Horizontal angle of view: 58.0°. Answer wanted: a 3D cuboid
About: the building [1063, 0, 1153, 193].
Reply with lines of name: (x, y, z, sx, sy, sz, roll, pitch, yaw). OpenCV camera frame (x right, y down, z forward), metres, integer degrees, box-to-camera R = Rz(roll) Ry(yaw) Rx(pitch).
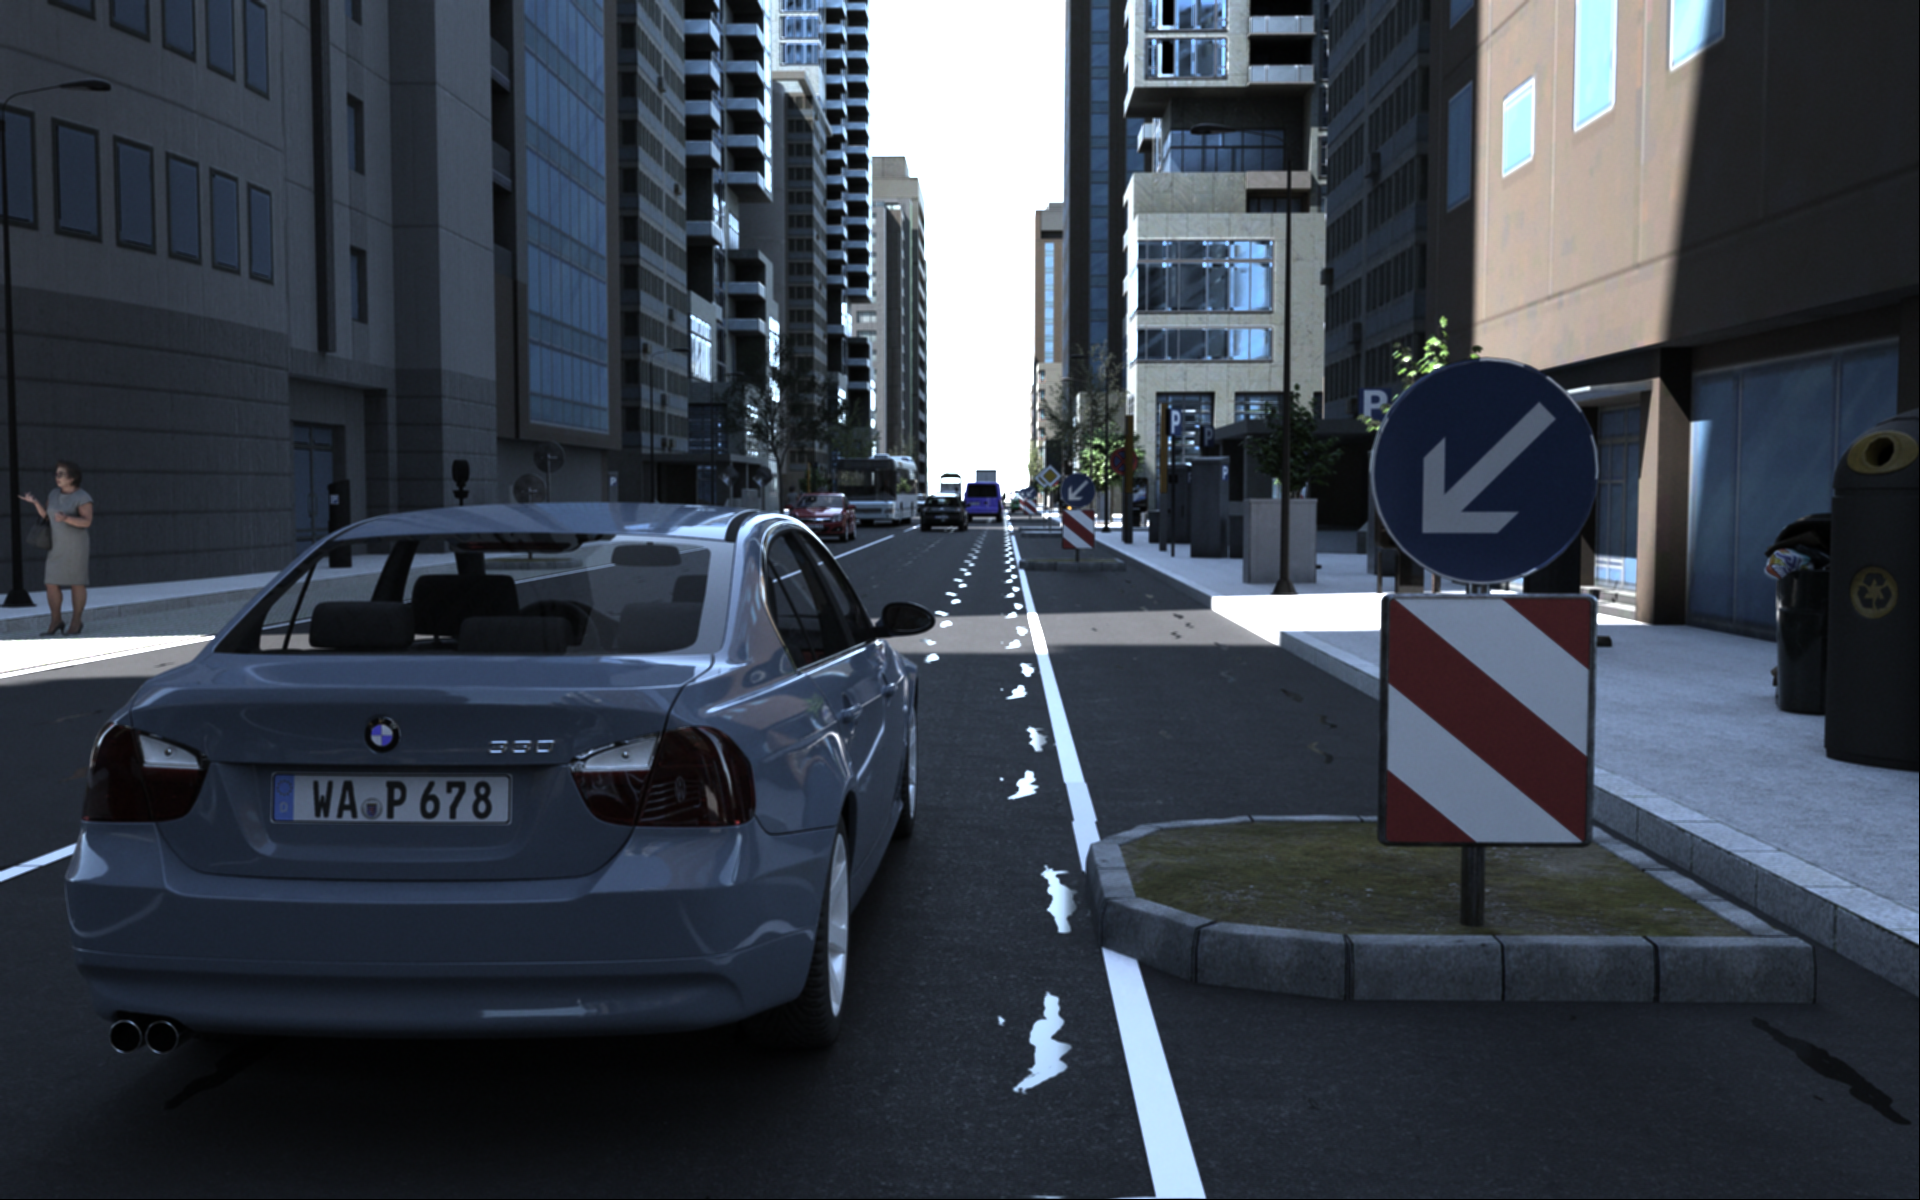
building: (15.073, -29.557, 133.374, 14.600, 45.320, 14.200, 0, 4, 1)

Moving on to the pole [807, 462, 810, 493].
pole: (-9.760, -7.214, 111.792, 0.158, 3.312, 0.155, 0, 3, 0)

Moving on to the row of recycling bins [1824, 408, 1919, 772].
row of recycling bins: (4.581, 0.009, 6.966, 1.069, 1.692, 3.534, 0, 4, 5)

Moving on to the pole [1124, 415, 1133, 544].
pole: (4.374, -3.121, 44.870, 0.158, 3.312, 0.155, 0, 3, 0)

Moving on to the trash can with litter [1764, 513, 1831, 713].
trash can with litter: (5.091, 0.059, 10.428, 0.624, 1.170, 1.055, 1, 4, 15)

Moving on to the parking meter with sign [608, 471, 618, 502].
parking meter with sign: (-11.923, -3.807, 58.503, 1.738, 3.016, 0.543, 3, 5, 43)

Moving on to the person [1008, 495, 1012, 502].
person: (8.108, -15.938, 269.109, 1.348, 1.821, 0.705, -1, 4, -15)

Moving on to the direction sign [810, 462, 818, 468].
direction sign: (-10.418, -8.013, 123.004, 0.876, 3.537, 0.379, 3, 4, 39)

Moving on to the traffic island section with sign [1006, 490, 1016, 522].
traffic island section with sign: (3.470, -4.888, 88.554, 1.989, 1.847, 2.006, 0, 4, 1)

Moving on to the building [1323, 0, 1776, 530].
building: (23.788, -25.844, 72.657, 14.200, 45.320, 14.600, 0, 4, 1)

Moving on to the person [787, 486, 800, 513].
person: (-6.977, -3.951, 73.460, 0.716, 1.782, 0.532, 0, 4, 5)

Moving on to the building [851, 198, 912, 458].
building: (-13.785, -33.596, 232.887, 14.154, 41.232, 14.086, 0, 4, 1)

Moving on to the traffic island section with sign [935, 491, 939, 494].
traffic island section with sign: (-2.496, -16.350, 275.944, 1.989, 1.847, 2.006, 0, 4, 1)

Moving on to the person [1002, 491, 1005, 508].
person: (4.279, -10.001, 172.699, 0.721, 1.739, 1.217, 2, 4, 27)

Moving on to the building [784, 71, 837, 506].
building: (-24.679, -28.237, 153.562, 32.217, 40.220, 23.993, 0, 4, 1)

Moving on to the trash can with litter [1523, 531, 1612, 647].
trash can with litter: (4.602, -0.219, 14.638, 2.233, 1.210, 1.678, -1, 4, -17)

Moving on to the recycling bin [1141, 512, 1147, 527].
recycling bin: (6.950, -3.423, 68.520, 0.722, 1.027, 0.722, 2, 4, 29)

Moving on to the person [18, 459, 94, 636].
person: (-9.115, -0.524, 17.426, 0.716, 1.782, 0.532, 1, 4, 14)

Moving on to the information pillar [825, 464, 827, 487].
information pillar: (-10.361, -8.731, 134.098, 0.183, 3.616, 0.504, -1, 4, -8)

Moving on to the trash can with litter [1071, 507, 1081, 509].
trash can with litter: (5.806, -4.783, 89.593, 0.624, 1.170, 1.055, -3, 4, -36)

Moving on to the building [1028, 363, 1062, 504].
building: (25.317, -26.986, 286.263, 27.650, 21.520, 28.899, 0, 4, 1)

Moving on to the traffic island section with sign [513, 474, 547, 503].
traffic island section with sign: (-8.404, -1.519, 33.460, 1.989, 1.847, 2.006, 0, 4, 1)

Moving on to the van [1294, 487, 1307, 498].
van: (14.147, -3.410, 62.768, 4.112, 2.044, 2.013, 0, 4, 1)

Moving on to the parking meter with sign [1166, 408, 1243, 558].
parking meter with sign: (5.049, -2.367, 34.969, 1.738, 3.016, 0.543, 2, 4, 34)

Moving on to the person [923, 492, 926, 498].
person: (-4.313, -11.830, 202.713, 0.721, 1.735, 1.217, -3, 4, -36)

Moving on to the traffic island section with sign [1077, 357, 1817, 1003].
traffic island section with sign: (1.444, 0.171, 5.840, 1.989, 1.847, 2.006, 0, 4, 1)

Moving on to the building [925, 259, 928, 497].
building: (-12.705, -37.294, 293.348, 14.154, 41.232, 14.086, 0, 4, 1)

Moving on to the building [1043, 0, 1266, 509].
building: (21.201, -54.182, 198.541, 22.319, 86.520, 31.000, 0, 4, 1)

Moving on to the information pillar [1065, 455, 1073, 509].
information pillar: (6.385, -6.732, 101.429, 0.504, 3.616, 0.183, 1, 4, 20)

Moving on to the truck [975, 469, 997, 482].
truck: (3.072, -12.984, 201.205, 2.839, 4.237, 11.283, 0, 4, 1)

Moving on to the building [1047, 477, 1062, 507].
building: (25.020, -29.390, 172.408, 32.217, 40.220, 23.993, 0, 4, 1)

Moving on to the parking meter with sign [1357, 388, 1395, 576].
parking meter with sign: (6.776, -1.922, 27.684, 0.543, 3.016, 1.738, 0, 4, 2)

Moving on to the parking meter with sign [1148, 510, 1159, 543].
parking meter with sign: (5.705, -2.979, 44.967, 1.738, 3.016, 0.543, 3, 5, 40)

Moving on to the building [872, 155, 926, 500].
building: (-16.123, -38.365, 250.964, 21.300, 48.544, 21.600, 0, 4, 1)

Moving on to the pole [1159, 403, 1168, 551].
pole: (4.584, -2.764, 39.036, 0.158, 3.312, 0.155, 0, 3, 0)

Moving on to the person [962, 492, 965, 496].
person: (0.770, -17.257, 290.666, 1.348, 1.822, 0.705, 1, 4, 22)

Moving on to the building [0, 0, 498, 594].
building: (-21.838, -29.592, 25.828, 21.231, 58.520, 28.212, 0, 4, 1)

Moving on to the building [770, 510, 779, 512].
building: (-23.148, -48.944, 112.910, 22.319, 86.520, 31.000, 0, 4, 1)

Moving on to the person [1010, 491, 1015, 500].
person: (4.550, -8.270, 144.648, 0.436, 1.711, 0.756, -3, 5, -44)

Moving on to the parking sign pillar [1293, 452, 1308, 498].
parking sign pillar: (13.161, -4.727, 65.764, 1.447, 3.967, 1.447, -1, 4, -19)

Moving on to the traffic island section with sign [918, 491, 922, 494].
traffic island section with sign: (-4.506, -11.279, 193.032, 1.989, 1.847, 2.006, 0, 4, 1)

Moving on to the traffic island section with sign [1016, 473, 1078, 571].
traffic island section with sign: (2.128, -1.509, 33.296, 1.989, 1.847, 2.006, 0, 4, 1)

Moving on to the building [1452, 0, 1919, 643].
building: (13.525, -22.434, 16.902, 14.600, 45.320, 14.200, 0, 4, 1)

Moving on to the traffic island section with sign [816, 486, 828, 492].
traffic island section with sign: (-7.058, -4.912, 88.945, 1.989, 1.847, 2.006, 0, 4, 1)

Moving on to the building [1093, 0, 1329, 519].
building: (18.554, -48.245, 101.480, 22.319, 86.520, 31.000, 0, 4, 1)

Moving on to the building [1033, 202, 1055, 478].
building: (18.140, -37.559, 264.195, 14.600, 45.320, 14.200, 0, 4, 1)

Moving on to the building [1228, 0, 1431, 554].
building: (22.836, -21.529, 43.885, 32.217, 40.220, 23.993, 0, 4, 1)

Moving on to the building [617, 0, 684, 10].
building: (-25.731, -23.641, 78.406, 32.217, 40.220, 23.993, 0, 4, 1)

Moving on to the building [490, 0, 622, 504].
building: (-18.281, -24.366, 48.500, 14.200, 45.320, 14.600, 0, 4, 1)

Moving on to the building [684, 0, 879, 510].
building: (-19.260, -53.030, 179.708, 22.319, 86.520, 31.000, 0, 4, 1)

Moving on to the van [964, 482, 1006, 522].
van: (1.239, -5.213, 89.624, 2.240, 2.365, 5.245, 0, 4, 3)

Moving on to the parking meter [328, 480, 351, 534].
parking meter: (-10.850, -1.338, 30.289, 0.372, 1.533, 0.369, 0, 3, 0)

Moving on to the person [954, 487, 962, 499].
person: (-0.128, -5.318, 95.626, 0.511, 1.800, 0.466, 0, 4, 6)
